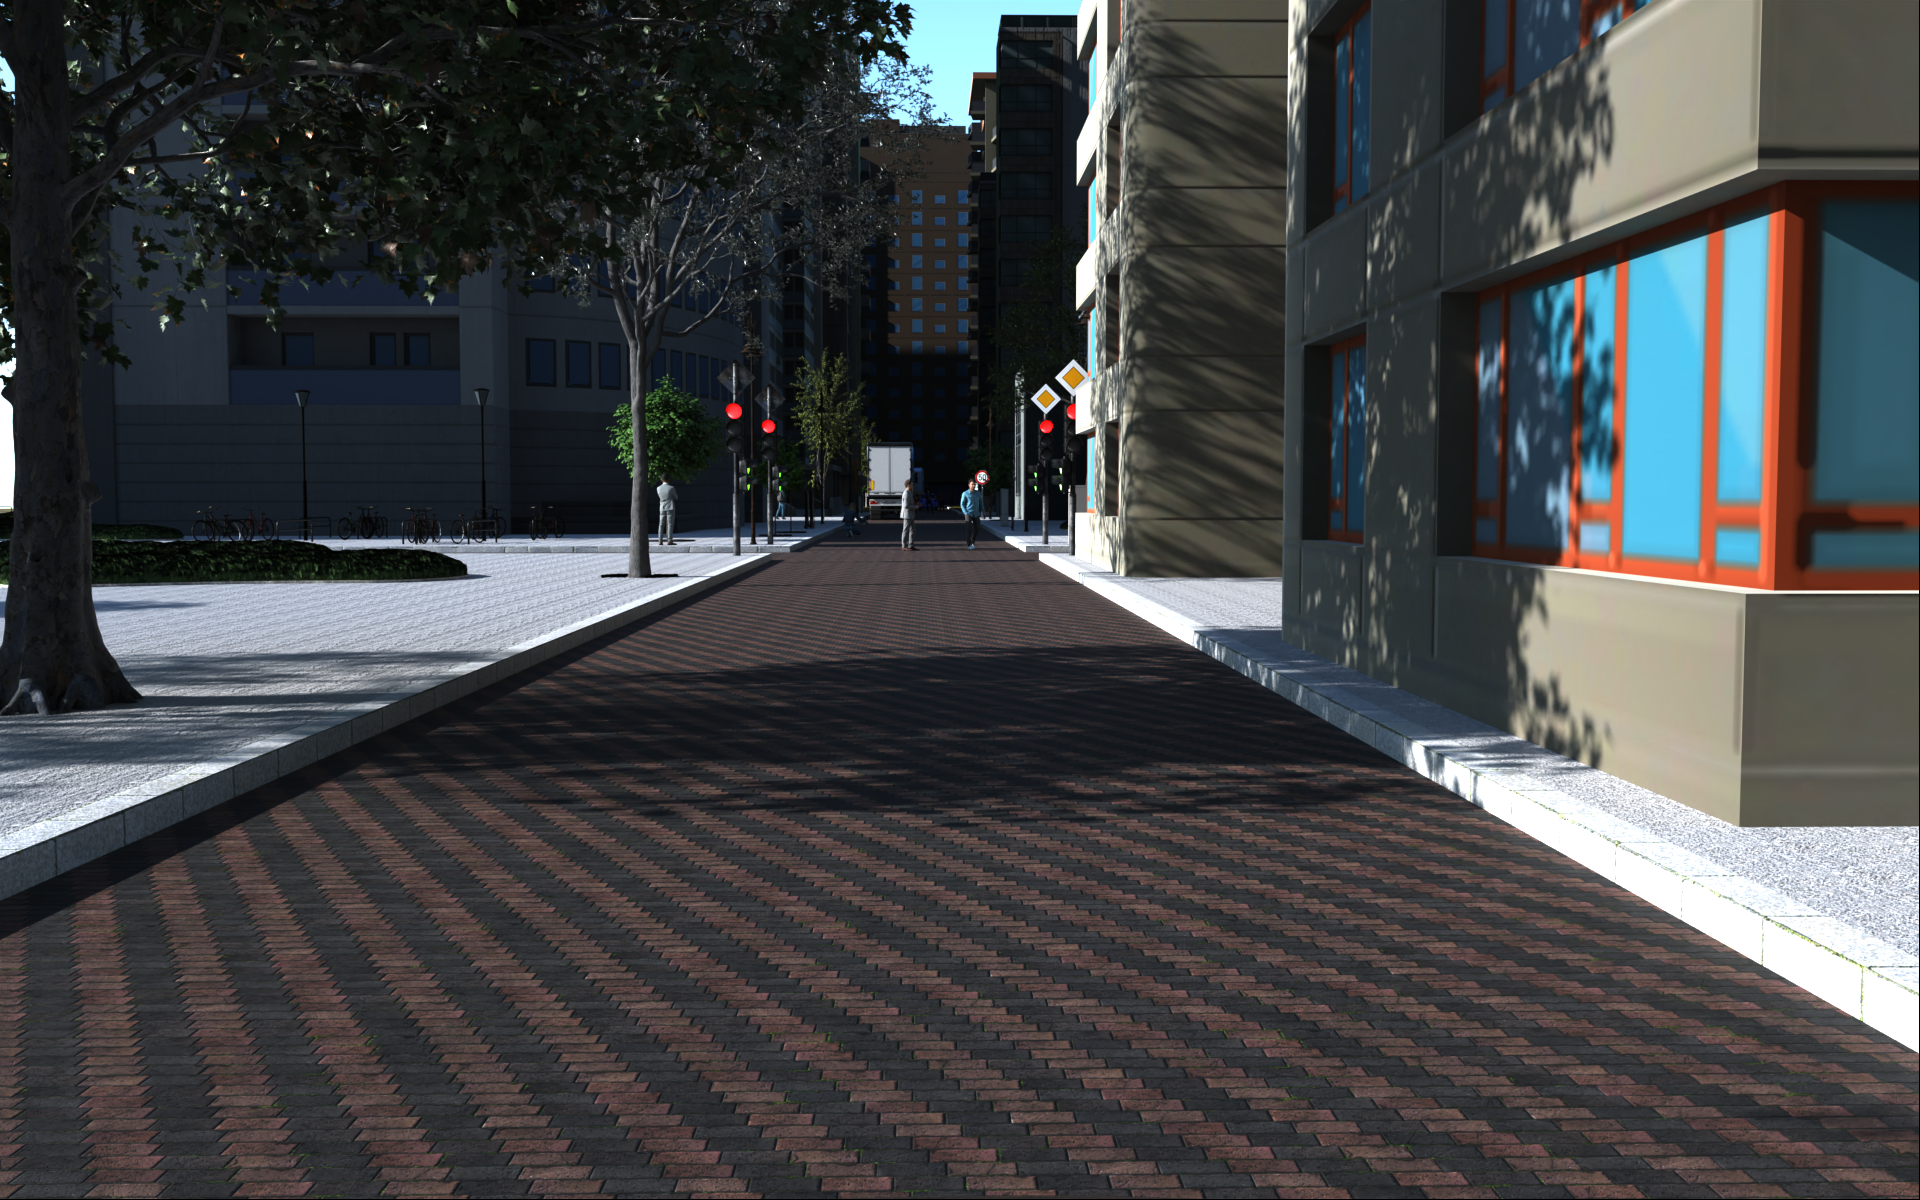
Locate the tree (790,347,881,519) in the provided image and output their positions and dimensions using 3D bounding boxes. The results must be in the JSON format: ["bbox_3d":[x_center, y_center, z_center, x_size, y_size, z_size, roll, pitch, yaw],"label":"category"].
[{"bbox_3d":[-6.800,-8.404,87.761,4.737,8.622,4.395,0,3,0],"label":"tree"}]

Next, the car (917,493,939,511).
[{"bbox_3d":[-2.798,-8.656,151.118,1.945,1.707,3.694,0,4,-2],"label":"car"}]

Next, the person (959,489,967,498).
[{"bbox_3d":[0.520,-8.491,145.662,1.217,1.735,0.721,0,4,3],"label":"person"}]

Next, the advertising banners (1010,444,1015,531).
[{"bbox_3d":[1.866,-3.972,61.135,0.090,3.025,2.074,0,4,0],"label":"advertising banners"}]

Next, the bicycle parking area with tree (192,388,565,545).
[{"bbox_3d":[-15.608,-3.691,47.346,8.231,4.147,9.016,1,4,21],"label":"bicycle parking area with tree"}]

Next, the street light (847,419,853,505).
[{"bbox_3d":[-6.607,-8.039,104.225,0.468,5.910,1.993,0,4,-1],"label":"street light"}]

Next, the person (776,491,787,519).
[{"bbox_3d":[-8.981,-4.960,87.490,0.623,1.781,0.721,3,5,43],"label":"person"}]

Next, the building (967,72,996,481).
[{"bbox_3d":[11.928,-32.088,179.259,22.147,44.769,28.867,0,4,-1],"label":"building"}]

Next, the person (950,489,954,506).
[{"bbox_3d":[-0.893,-11.085,187.372,0.705,1.812,1.348,0,4,0],"label":"person"}]

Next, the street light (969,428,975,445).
[{"bbox_3d":[0.824,-8.933,118.838,0.468,5.910,1.993,0,4,-1],"label":"street light"}]

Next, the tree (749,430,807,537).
[{"bbox_3d":[-5.521,-3.551,52.657,1.663,3.219,1.824,0,3,0],"label":"tree"}]

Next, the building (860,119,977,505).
[{"bbox_3d":[-5.223,-34.259,210.243,14.200,45.320,14.600,0,4,-1],"label":"building"}]

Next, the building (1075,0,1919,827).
[{"bbox_3d":[16.503,-10.746,20.735,27.650,21.520,28.899,0,4,-1],"label":"building"}]

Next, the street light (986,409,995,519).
[{"bbox_3d":[1.568,-7.125,89.280,0.468,5.910,1.993,0,4,-1],"label":"street light"}]

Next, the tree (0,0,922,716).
[{"bbox_3d":[-5.480,-5.705,10.290,9.611,12.733,9.660,0,3,0],"label":"tree"}]

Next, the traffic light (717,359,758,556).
[{"bbox_3d":[-4.623,-2.875,35.923,0.839,4.253,0.868,0,4,-1],"label":"traffic light"}]

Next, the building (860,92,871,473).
[{"bbox_3d":[-24.711,-34.334,180.976,30.456,49.044,23.786,0,4,-1],"label":"building"}]

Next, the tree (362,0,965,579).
[{"bbox_3d":[-4.856,-7.084,26.187,12.009,13.543,11.850,0,3,0],"label":"tree"}]

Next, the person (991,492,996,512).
[{"bbox_3d":[2.604,-7.225,124.176,0.705,1.822,1.348,3,5,42],"label":"person"}]

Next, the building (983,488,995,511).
[{"bbox_3d":[18.163,-27.319,138.544,32.217,40.220,23.993,0,4,-1],"label":"building"}]

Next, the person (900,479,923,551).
[{"bbox_3d":[-1.215,-2.142,43.726,0.583,1.804,0.606,0,4,-4],"label":"person"}]

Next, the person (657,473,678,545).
[{"bbox_3d":[-7.344,-2.282,43.542,0.511,1.800,0.466,0,4,5],"label":"person"}]

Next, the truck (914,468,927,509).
[{"bbox_3d":[-4.836,-11.092,171.120,2.967,4.110,18.799,0,4,0],"label":"truck"}]

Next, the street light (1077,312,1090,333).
[{"bbox_3d":[2.690,-3.835,35.498,0.468,5.910,1.993,0,4,-1],"label":"street light"}]

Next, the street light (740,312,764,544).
[{"bbox_3d":[-5.286,-4.364,44.139,0.468,5.910,1.993,0,4,-1],"label":"street light"}]

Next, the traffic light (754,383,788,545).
[{"bbox_3d":[-4.800,-3.363,43.906,0.839,4.253,0.868,0,4,-1],"label":"traffic light"}]

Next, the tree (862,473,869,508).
[{"bbox_3d":[-8.909,-10.258,162.321,1.663,3.219,1.824,0,3,0],"label":"tree"}]

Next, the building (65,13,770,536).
[{"bbox_3d":[-19.066,-32.007,65.310,21.231,58.520,28.212,0,4,-1],"label":"building"}]

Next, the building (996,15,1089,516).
[{"bbox_3d":[9.187,-20.613,108.725,14.160,30.474,14.107,0,4,-1],"label":"building"}]

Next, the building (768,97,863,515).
[{"bbox_3d":[-23.745,-26.840,130.711,32.217,40.220,23.993,0,4,-1],"label":"building"}]

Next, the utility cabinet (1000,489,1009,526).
[{"bbox_3d":[1.786,-3.696,69.106,0.318,1.500,1.173,0,3,0],"label":"utility cabinet"}]

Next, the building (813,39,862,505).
[{"bbox_3d":[-15.863,-28.546,150.325,14.154,41.232,14.086,0,4,-1],"label":"building"}]

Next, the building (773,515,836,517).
[{"bbox_3d":[-23.607,-25.260,104.880,32.217,40.220,23.993,0,4,-1],"label":"building"}]

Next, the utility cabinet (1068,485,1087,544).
[{"bbox_3d":[3.318,-2.125,43.420,1.173,1.500,0.318,0,4,-4],"label":"utility cabinet"}]

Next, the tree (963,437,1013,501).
[{"bbox_3d":[1.803,-7.121,100.143,4.285,4.588,4.351,0,3,0],"label":"tree"}]

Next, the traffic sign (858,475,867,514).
[{"bbox_3d":[-6.477,-6.974,114.138,0.768,2.556,0.104,0,4,2],"label":"traffic sign"}]

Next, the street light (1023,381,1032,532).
[{"bbox_3d":[2.264,-5.268,58.925,0.468,5.910,1.993,0,4,-1],"label":"street light"}]

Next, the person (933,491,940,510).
[{"bbox_3d":[-2.267,-8.953,155.595,1.217,1.735,0.721,-1,4,-9],"label":"person"}]

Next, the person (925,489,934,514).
[{"bbox_3d":[-2.181,-7.071,124.561,0.683,1.767,0.568,-1,4,-12],"label":"person"}]

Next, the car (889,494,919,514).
[{"bbox_3d":[-4.203,-7.291,127.887,2.281,1.827,5.304,0,4,-1],"label":"car"}]

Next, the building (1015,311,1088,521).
[{"bbox_3d":[14.493,-46.725,76.627,22.319,86.520,31.000,0,4,-1],"label":"building"}]

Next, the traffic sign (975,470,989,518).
[{"bbox_3d":[1.197,-5.663,92.695,0.768,2.556,0.104,0,4,8],"label":"traffic sign"}]

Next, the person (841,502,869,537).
[{"bbox_3d":[-3.675,-2.713,58.360,1.012,1.151,0.738,2,4,33],"label":"person"}]

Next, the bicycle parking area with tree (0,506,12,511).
[{"bbox_3d":[-49.291,-6.761,97.537,9.016,4.147,8.231,3,5,42],"label":"bicycle parking area with tree"}]

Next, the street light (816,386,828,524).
[{"bbox_3d":[-5.930,-6.214,74.389,0.468,5.910,1.993,0,4,-1],"label":"street light"}]

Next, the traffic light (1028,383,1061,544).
[{"bbox_3d":[2.159,-3.373,44.075,0.839,4.253,0.868,0,4,-1],"label":"traffic light"}]

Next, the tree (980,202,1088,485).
[{"bbox_3d":[4.004,-7.082,50.210,7.601,10.594,8.767,1,4,14],"label":"tree"}]

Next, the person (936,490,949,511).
[{"bbox_3d":[-1.489,-8.219,143.598,1.217,1.743,0.721,0,4,5],"label":"person"}]

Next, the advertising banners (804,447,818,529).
[{"bbox_3d":[-5.523,-4.172,64.401,0.090,3.025,2.074,1,4,9],"label":"advertising banners"}]

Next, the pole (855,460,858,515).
[{"bbox_3d":[-6.210,-6.735,103.965,0.158,3.312,0.155,0,3,0],"label":"pole"}]

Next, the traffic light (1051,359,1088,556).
[{"bbox_3d":[2.336,-2.885,36.092,0.839,4.253,0.868,0,4,-1],"label":"traffic light"}]

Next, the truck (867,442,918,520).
[{"bbox_3d":[-3.884,-6.748,99.247,2.839,4.237,11.283,0,4,-1],"label":"truck"}]

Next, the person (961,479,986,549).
[{"bbox_3d":[0.314,-2.255,45.396,0.660,1.820,0.620,-2,4,-31],"label":"person"}]

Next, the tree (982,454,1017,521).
[{"bbox_3d":[2.041,-5.436,83.476,1.663,3.219,1.824,0,3,0],"label":"tree"}]

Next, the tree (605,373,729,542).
[{"bbox_3d":[-8.026,-3.873,47.035,4.285,4.588,4.351,0,3,0],"label":"tree"}]

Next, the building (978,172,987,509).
[{"bbox_3d":[8.581,-23.637,158.169,14.160,30.474,14.107,0,4,-1],"label":"building"}]
